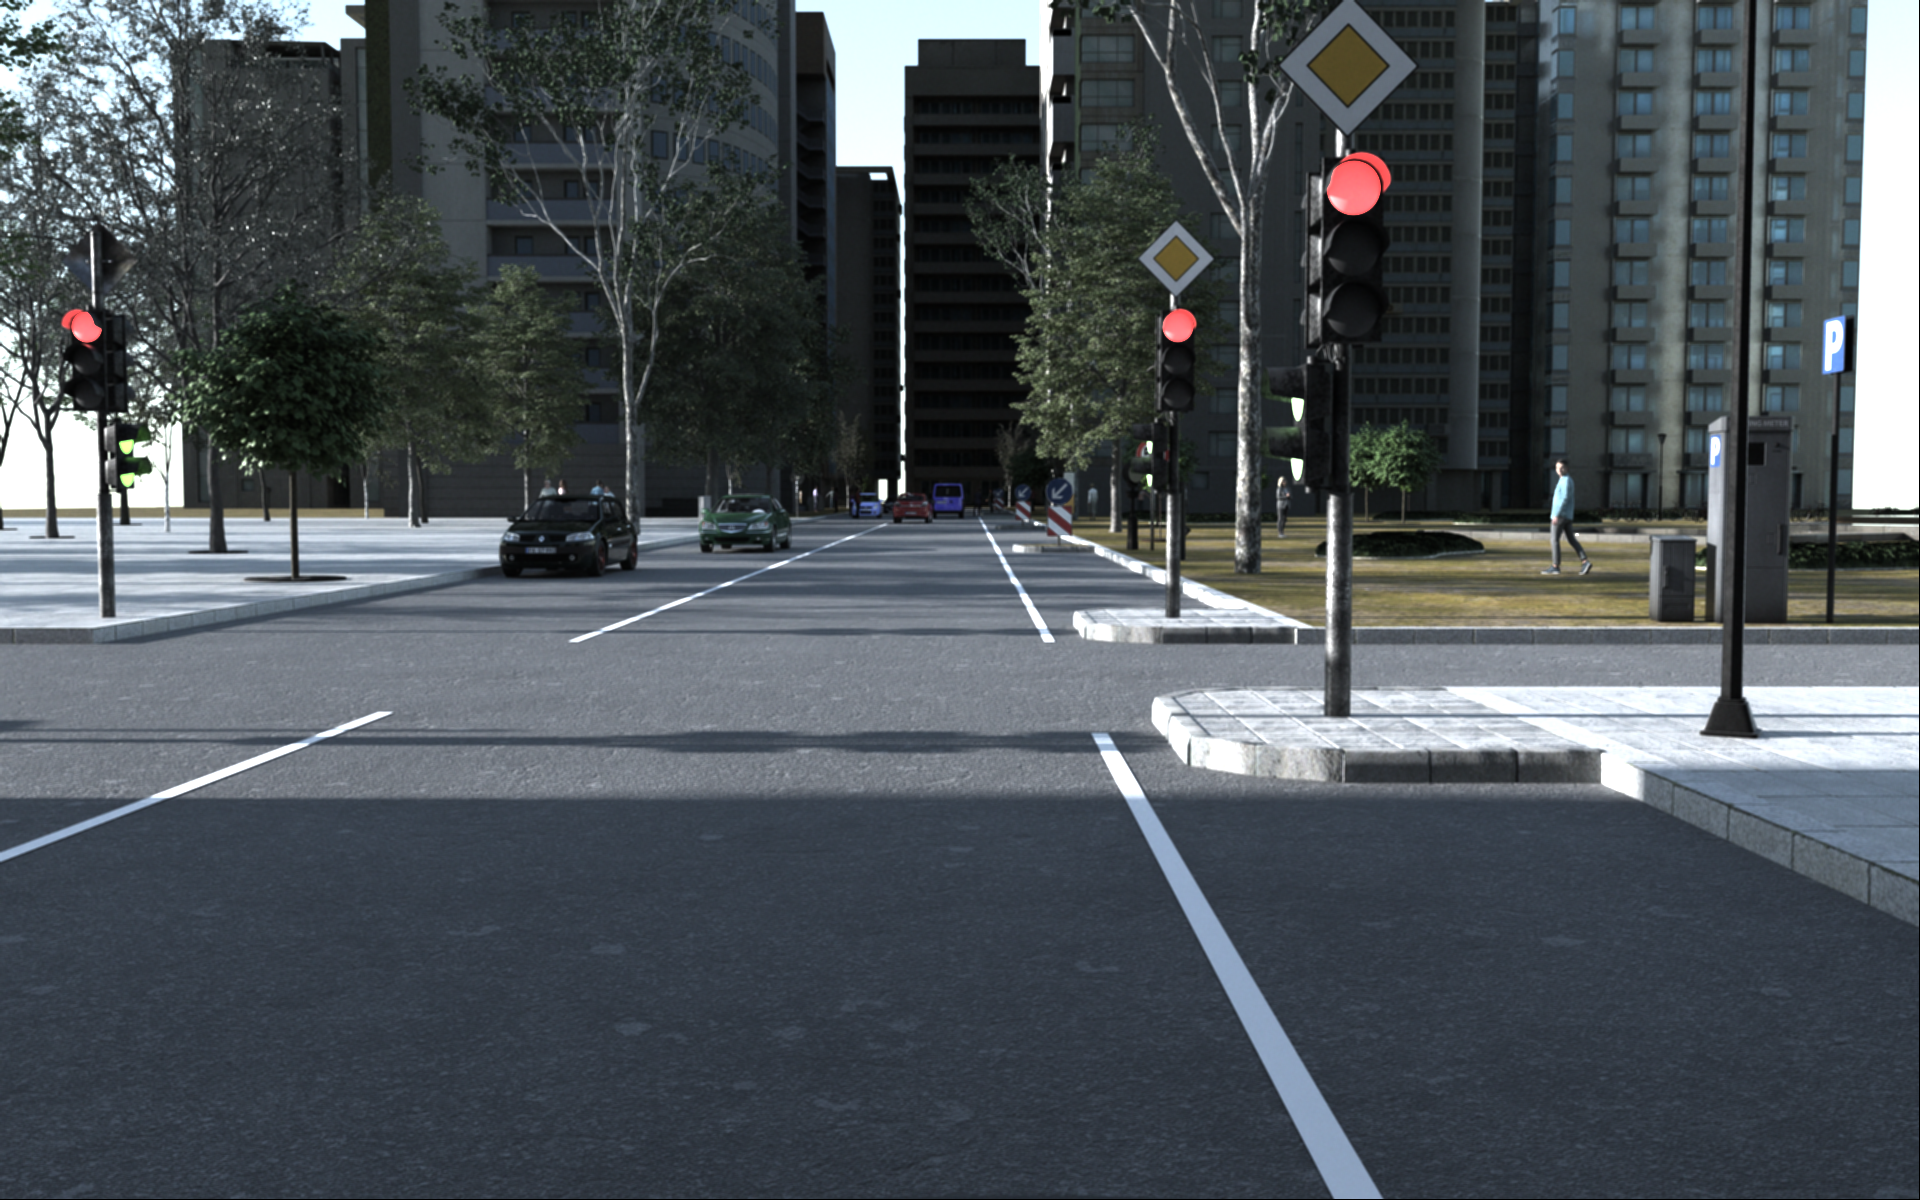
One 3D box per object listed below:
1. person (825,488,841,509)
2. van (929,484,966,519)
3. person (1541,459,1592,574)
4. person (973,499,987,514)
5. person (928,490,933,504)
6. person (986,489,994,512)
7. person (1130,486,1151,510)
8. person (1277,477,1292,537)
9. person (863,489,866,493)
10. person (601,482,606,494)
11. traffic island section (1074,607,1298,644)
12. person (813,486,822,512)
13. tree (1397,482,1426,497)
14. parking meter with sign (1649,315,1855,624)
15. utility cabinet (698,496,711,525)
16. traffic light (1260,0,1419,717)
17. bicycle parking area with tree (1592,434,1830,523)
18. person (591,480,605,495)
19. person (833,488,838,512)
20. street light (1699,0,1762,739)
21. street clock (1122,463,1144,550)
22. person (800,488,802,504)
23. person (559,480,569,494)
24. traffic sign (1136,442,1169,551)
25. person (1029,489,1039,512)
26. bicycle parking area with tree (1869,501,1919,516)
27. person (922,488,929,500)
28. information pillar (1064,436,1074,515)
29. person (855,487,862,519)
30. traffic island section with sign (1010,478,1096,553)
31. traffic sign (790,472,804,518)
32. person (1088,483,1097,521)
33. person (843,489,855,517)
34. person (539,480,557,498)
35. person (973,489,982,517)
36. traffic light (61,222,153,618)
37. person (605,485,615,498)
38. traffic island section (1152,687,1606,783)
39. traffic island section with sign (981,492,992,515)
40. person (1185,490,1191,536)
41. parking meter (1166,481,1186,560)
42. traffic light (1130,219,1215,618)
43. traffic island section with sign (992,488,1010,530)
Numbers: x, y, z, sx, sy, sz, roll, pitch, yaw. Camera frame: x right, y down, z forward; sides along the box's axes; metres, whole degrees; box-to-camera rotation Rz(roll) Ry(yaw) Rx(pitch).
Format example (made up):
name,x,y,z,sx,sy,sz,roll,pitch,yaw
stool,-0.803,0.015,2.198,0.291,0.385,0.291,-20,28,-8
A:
name,x,y,z,sx,sy,sz,roll,pitch,yaw
person,-10.951,-8.763,149.401,1.350,1.814,0.705,0,4,5
van,-0.731,-6.046,103.236,2.240,2.365,5.245,0,4,-1
person,9.714,-1.334,27.715,0.748,1.841,0.638,3,4,37
person,1.427,-7.046,126.958,1.065,1.426,0.557,1,4,14
person,-2.251,-7.987,139.622,0.617,1.759,0.750,-3,5,-40
person,2.196,-7.052,123.829,0.705,1.821,1.348,1,4,20
person,9.837,-5.349,94.215,1.217,1.736,0.721,0,3,0
person,9.708,-2.780,51.682,0.537,1.800,0.526,-1,4,-20
person,-8.818,-9.550,163.013,0.721,1.723,1.217,1,4,12
person,-15.081,-4.077,72.715,0.555,1.821,0.388,-2,4,-29
traffic island section,2.236,0.261,18.018,2.009,0.180,2.903,0,4,0
person,-10.133,-7.198,123.594,0.599,1.838,0.709,-2,4,-27
tree,23.914,-5.967,92.167,1.663,3.219,1.824,0,3,0
parking meter with sign,7.848,-1.284,17.260,1.738,3.016,0.543,0,4,6
utility cabinet,-9.202,-3.133,62.381,0.306,1.237,1.020,-1,4,-19
traffic light,2.167,-1.284,9.919,0.839,4.253,0.868,0,4,0
bicycle parking area with tree,34.909,-5.717,80.477,9.016,4.147,8.231,-1,4,-17
person,-12.916,-3.388,61.773,0.601,1.785,0.444,2,4,26
person,-8.797,-7.043,121.874,0.721,1.739,1.217,0,4,6
street light,3.580,-2.235,9.090,1.470,5.913,1.316,0,4,0
street clock,3.980,-2.161,39.903,0.471,2.002,0.358,-2,4,-35
person,-13.732,-8.831,150.429,0.705,1.824,1.348,-1,4,-15
person,-12.885,-3.025,56.084,0.643,1.750,0.593,-2,4,-23
traffic sign,4.360,-2.391,39.200,0.768,2.556,0.104,0,4,3
person,5.361,-7.281,125.805,0.721,1.743,1.217,3,5,39
bicycle parking area with tree,47.715,-5.702,80.235,9.016,4.147,8.231,-1,4,-21
person,-2.866,-7.785,135.423,0.705,1.869,1.348,-3,5,-45
information pillar,4.149,-4.572,66.100,0.504,3.616,0.183,-3,5,-39
person,-5.874,-5.616,100.251,0.705,1.831,1.348,0,4,-8
traffic island section with sign,2.333,-2.116,43.226,1.989,1.847,2.006,0,4,0
traffic sign,-8.729,-5.678,92.940,0.768,2.556,0.104,0,4,6
person,6.410,-4.729,83.592,0.478,1.798,0.641,0,4,-1
person,-6.854,-6.181,110.245,1.217,1.739,0.721,0,4,-8
person,-14.132,-3.228,59.299,0.782,1.767,0.515,0,4,7
person,1.138,-6.204,110.383,0.683,1.767,0.568,1,4,19
traffic light,-8.865,-1.774,17.928,0.839,4.253,0.868,0,4,0
person,-13.061,-3.456,64.364,0.589,1.601,0.330,3,5,43
traffic island section,2.207,0.749,10.033,2.009,0.180,2.903,0,4,0
traffic island section with sign,2.606,-6.816,120.067,1.989,1.847,2.006,0,4,0
person,6.669,-2.846,52.671,0.850,1.850,0.679,-2,4,-25
parking meter,4.206,-1.548,33.728,0.372,1.533,0.369,0,3,0
traffic light,2.196,-1.773,17.904,0.839,4.253,0.868,0,4,0
traffic island section with sign,2.427,-3.765,70.181,1.989,1.847,2.006,0,4,0
